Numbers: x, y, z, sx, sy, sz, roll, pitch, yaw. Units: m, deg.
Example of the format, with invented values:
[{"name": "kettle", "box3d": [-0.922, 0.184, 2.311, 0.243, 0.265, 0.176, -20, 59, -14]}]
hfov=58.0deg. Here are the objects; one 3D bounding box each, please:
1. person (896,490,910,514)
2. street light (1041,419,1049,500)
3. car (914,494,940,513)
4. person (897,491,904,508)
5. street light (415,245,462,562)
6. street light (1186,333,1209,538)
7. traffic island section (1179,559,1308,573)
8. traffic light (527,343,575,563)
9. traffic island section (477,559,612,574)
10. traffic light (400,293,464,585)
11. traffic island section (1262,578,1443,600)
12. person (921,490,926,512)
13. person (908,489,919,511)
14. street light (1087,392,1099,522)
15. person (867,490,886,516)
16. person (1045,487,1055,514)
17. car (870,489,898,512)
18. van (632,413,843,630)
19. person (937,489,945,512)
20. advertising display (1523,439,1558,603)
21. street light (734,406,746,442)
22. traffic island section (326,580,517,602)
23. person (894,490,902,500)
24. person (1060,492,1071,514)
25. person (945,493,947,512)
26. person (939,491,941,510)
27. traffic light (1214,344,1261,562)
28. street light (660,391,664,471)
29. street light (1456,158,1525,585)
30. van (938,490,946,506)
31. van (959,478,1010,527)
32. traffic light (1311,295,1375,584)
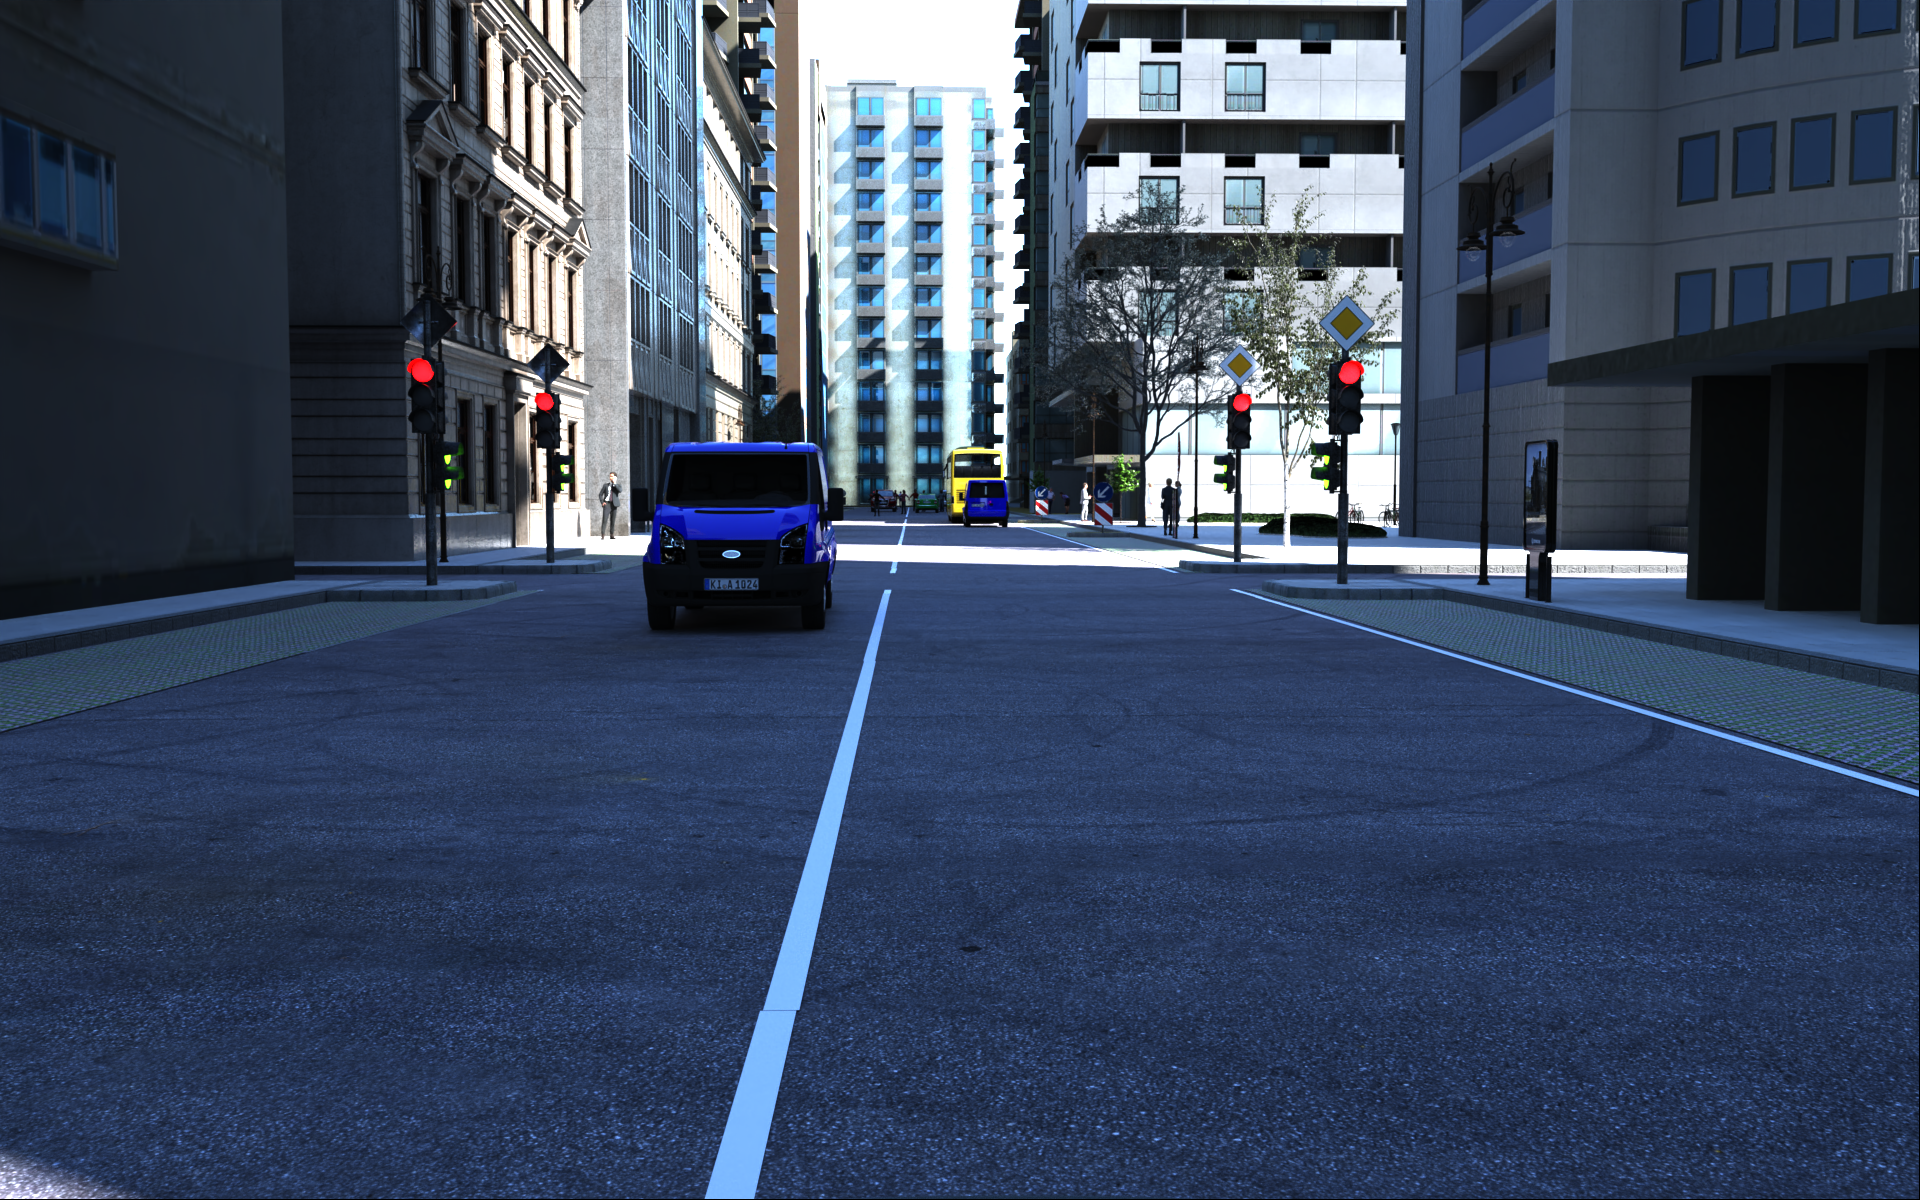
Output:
[{"name": "person", "box3d": [-4.057, -6.979, 123.334, 1.217, 1.743, 0.721, 2, 4, 30]}, {"name": "street light", "box3d": [5.225, -8.211, 107.030, 0.468, 5.910, 1.993, 0, 4, -2]}, {"name": "car", "box3d": [-2.520, -7.573, 132.612, 1.959, 1.807, 4.718, 0, 4, -1]}, {"name": "person", "box3d": [-6.143, -10.452, 180.332, 0.756, 1.711, 0.436, 3, 5, 42]}, {"name": "street light", "box3d": [-9.716, -3.648, 32.427, 0.468, 5.910, 1.993, 0, 4, -2]}, {"name": "street light", "box3d": [6.823, -4.720, 49.967, 0.468, 5.910, 1.993, 0, 4, -2]}, {"name": "traffic island section", "box3d": [5.263, -0.639, 32.723, 2.009, 0.180, 2.903, 0, 4, -2]}, {"name": "traffic light", "box3d": [-7.633, -2.649, 32.240, 0.839, 4.253, 0.868, 0, 4, -2]}, {"name": "traffic island section", "box3d": [-7.674, -0.617, 32.373, 2.009, 0.180, 2.903, 0, 4, -2]}, {"name": "traffic light", "box3d": [-7.414, -2.161, 24.258, 0.839, 4.253, 0.868, 0, 4, -2]}, {"name": "traffic island section", "box3d": [5.482, -0.150, 24.741, 2.009, 0.180, 2.903, 0, 4, -2]}, {"name": "person", "box3d": [-3.004, -8.027, 140.259, 0.721, 1.766, 1.217, -3, 5, -42]}, {"name": "person", "box3d": [-3.672, -8.229, 142.974, 1.348, 1.831, 0.705, -1, 4, -23]}, {"name": "street light", "box3d": [6.044, -6.459, 78.400, 0.468, 5.910, 1.993, 0, 4, -2]}, {"name": "person", "box3d": [-5.374, -6.271, 111.858, 1.217, 1.723, 0.721, 0, 4, -8]}, {"name": "person", "box3d": [5.741, -6.302, 110.017, 0.756, 1.711, 0.436, -1, 4, -16]}, {"name": "car", "box3d": [-6.156, -8.041, 140.149, 2.281, 1.827, 5.304, 0, 4, -1]}, {"name": "van", "box3d": [-2.450, -0.961, 20.091, 2.240, 2.365, 5.245, 0, 4, -3]}, {"name": "person", "box3d": [-1.481, -8.005, 139.460, 1.350, 1.814, 0.705, 3, 5, 41]}, {"name": "advertising display", "box3d": [6.983, -0.957, 20.869, 0.123, 1.923, 0.974, 0, 4, 2]}, {"name": "street light", "box3d": [-11.262, -7.097, 88.825, 0.468, 5.910, 1.993, 0, 4, -2]}, {"name": "traffic island section", "box3d": [-7.454, -0.129, 24.391, 2.009, 0.180, 2.903, 0, 4, -2]}, {"name": "person", "box3d": [-6.010, -9.369, 161.712, 1.348, 1.821, 0.705, -3, 5, -41]}, {"name": "person", "box3d": [6.692, -6.176, 110.247, 0.697, 1.427, 0.421, 1, 4, 15]}, {"name": "person", "box3d": [-0.919, -7.880, 136.962, 0.705, 1.869, 1.348, 2, 4, 26]}, {"name": "person", "box3d": [-1.728, -9.153, 158.240, 0.705, 1.814, 1.350, 1, 4, 13]}, {"name": "traffic light", "box3d": [5.223, -2.672, 32.608, 0.839, 4.253, 0.868, 0, 4, -2]}, {"name": "street light", "box3d": [-10.456, -5.372, 60.627, 0.468, 5.910, 1.993, 0, 4, -2]}, {"name": "street light", "box3d": [7.401, -3.152, 24.315, 0.468, 5.910, 1.993, 0, 4, -2]}, {"name": "van", "box3d": [-1.198, -10.007, 170.633, 2.013, 2.044, 4.112, 0, 4, -1]}, {"name": "van", "box3d": [1.112, -4.421, 76.670, 2.240, 2.365, 5.245, 0, 4, -1]}, {"name": "traffic light", "box3d": [5.442, -2.184, 24.626, 0.839, 4.253, 0.868, 0, 4, -2]}]
